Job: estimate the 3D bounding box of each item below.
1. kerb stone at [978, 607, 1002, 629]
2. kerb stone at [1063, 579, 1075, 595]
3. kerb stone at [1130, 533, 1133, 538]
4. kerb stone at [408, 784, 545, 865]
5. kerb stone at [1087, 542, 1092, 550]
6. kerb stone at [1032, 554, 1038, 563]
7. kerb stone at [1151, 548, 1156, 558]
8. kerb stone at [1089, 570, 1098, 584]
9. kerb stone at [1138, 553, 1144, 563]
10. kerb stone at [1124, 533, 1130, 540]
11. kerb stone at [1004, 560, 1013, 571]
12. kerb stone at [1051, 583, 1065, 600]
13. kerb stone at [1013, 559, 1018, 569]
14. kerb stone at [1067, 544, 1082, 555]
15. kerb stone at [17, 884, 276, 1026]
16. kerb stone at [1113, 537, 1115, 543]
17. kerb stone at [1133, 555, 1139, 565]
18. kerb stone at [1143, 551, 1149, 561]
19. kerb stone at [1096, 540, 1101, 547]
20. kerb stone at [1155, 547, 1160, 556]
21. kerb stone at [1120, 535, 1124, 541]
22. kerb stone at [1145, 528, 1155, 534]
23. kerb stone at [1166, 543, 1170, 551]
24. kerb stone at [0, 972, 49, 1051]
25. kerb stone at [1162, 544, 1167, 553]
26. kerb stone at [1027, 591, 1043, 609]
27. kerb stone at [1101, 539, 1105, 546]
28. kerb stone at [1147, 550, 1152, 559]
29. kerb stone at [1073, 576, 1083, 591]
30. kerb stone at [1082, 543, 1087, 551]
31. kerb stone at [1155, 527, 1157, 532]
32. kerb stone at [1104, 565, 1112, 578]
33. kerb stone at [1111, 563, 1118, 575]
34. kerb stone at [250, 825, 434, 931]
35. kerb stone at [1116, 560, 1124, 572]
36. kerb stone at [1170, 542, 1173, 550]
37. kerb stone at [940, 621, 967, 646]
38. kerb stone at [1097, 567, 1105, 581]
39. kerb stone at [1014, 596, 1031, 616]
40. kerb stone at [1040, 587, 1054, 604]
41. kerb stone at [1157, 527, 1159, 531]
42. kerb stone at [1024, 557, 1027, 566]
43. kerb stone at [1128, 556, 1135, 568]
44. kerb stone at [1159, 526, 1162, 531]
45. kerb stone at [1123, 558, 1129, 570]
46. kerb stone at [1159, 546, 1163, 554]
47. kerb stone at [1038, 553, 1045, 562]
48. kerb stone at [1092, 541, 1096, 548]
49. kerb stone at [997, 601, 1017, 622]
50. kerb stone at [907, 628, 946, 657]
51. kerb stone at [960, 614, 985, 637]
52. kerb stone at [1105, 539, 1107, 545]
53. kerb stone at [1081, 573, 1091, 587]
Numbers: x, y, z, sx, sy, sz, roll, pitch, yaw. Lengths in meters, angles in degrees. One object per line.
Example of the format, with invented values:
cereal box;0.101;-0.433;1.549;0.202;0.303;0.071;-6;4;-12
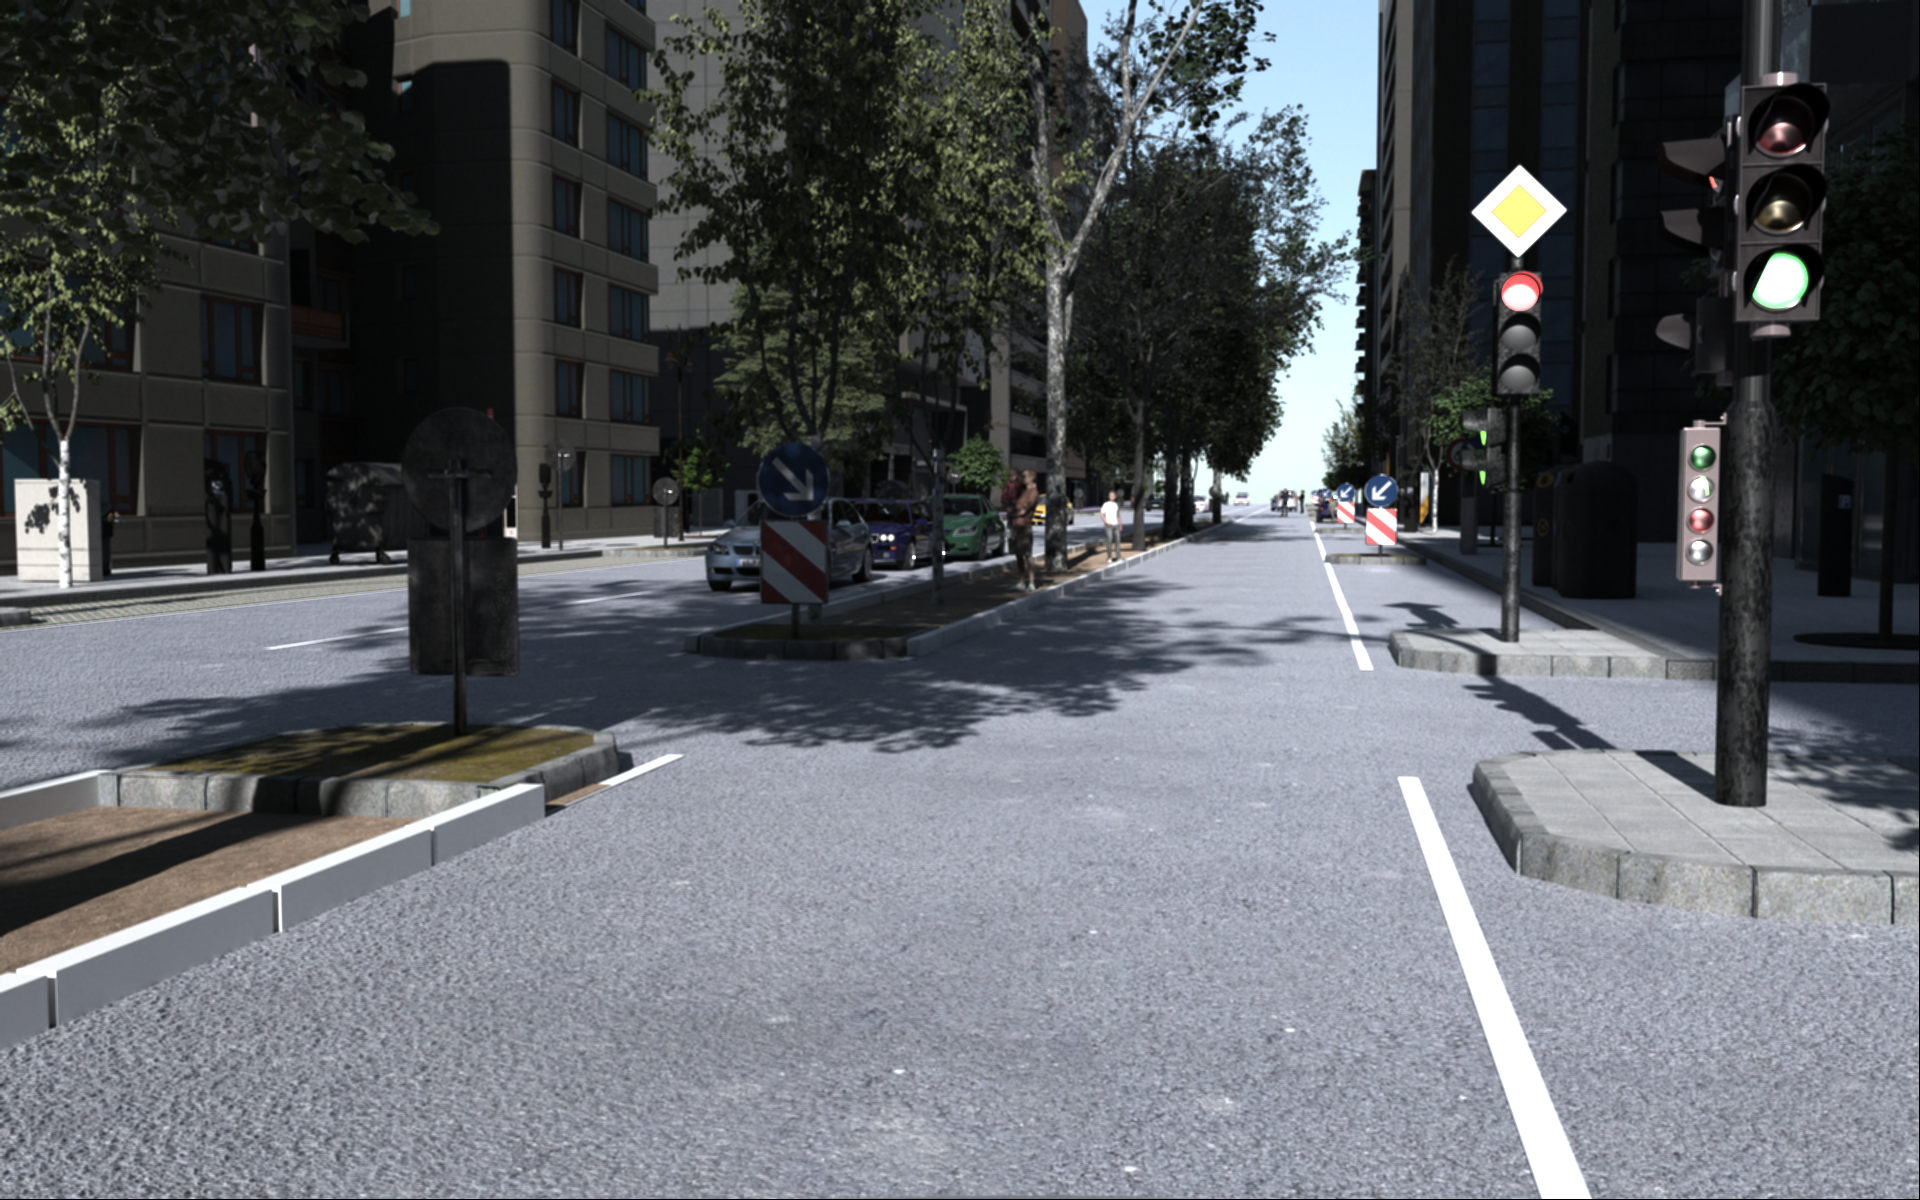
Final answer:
kerb stone;0.278;0.212;18.733;0.120;0.150;1.000;1;4;11
kerb stone;1.481;-0.157;24.769;0.120;0.150;1.000;1;4;11
kerb stone;5.368;-2.031;55.398;0.120;0.150;1.000;1;4;11
kerb stone;-1.991;0.919;7.176;0.120;0.150;1.000;1;4;11
kerb stone;3.192;-1.355;44.350;0.120;0.150;1.000;1;4;11
kerb stone;1.403;-0.799;35.301;0.120;0.150;1.000;1;4;11
kerb stone;4.245;-1.019;38.852;0.120;0.150;1.000;1;4;11
kerb stone;2.058;-0.341;27.790;0.120;0.150;1.000;1;4;11
kerb stone;3.648;-0.832;35.832;0.120;0.150;1.000;1;4;11
kerb stone;5.166;-1.969;54.395;0.120;0.150;1.000;1;4;11
kerb stone;0.807;-0.616;32.281;0.120;0.150;1.000;1;4;11
kerb stone;1.273;-0.096;23.762;0.120;0.150;1.000;1;4;11
kerb stone;1.009;-0.678;33.292;0.120;0.150;1.000;1;4;11
kerb stone;2.793;-1.232;42.344;0.120;0.150;1.000;1;4;11
kerb stone;-2.391;1.042;5.158;0.120;0.150;1.000;1;4;11
kerb stone;4.373;-1.723;50.369;0.120;0.150;1.000;1;4;11
kerb stone;3.451;-0.773;34.829;0.120;0.150;1.000;1;4;11
kerb stone;3.855;-0.896;36.844;0.120;0.150;1.000;1;4;11
kerb stone;3.582;-1.478;46.358;0.120;0.150;1.000;1;4;11
kerb stone;4.434;-1.080;39.859;0.120;0.150;1.000;1;4;11
kerb stone;4.770;-1.846;52.375;0.120;0.150;1.000;1;4;11
kerb stone;6.949;-2.523;63.442;0.120;0.150;1.000;1;4;11
kerb stone;5.048;-1.266;42.887;0.120;0.150;1.000;1;4;11
kerb stone;-2.590;1.104;4.146;0.120;0.150;1.000;1;4;11
kerb stone;4.842;-1.204;41.877;0.120;0.150;1.000;1;4;11
kerb stone;0.873;0.027;21.750;0.120;0.150;1.000;1;4;11
kerb stone;3.785;-1.535;47.360;0.120;0.150;1.000;1;4;11
kerb stone;4.044;-0.957;37.850;0.120;0.150;1.000;1;4;11
kerb stone;1.668;-0.219;25.774;0.120;0.150;1.000;1;4;11
kerb stone;2.992;-1.294;43.348;0.120;0.150;1.000;1;4;11
kerb stone;7.147;-2.584;64.444;0.120;0.150;1.000;1;4;11
kerb stone;2.457;-0.464;29.798;0.120;0.150;1.000;1;4;11
kerb stone;2.655;-0.526;30.801;0.120;0.150;1.000;1;4;11
kerb stone;-2.186;0.981;6.172;0.120;0.150;1.000;1;4;11
kerb stone;2.856;-0.588;31.811;0.120;0.150;1.000;1;4;11
kerb stone;5.232;-1.324;43.894;0.120;0.150;1.000;1;4;11
kerb stone;-0.114;0.334;16.727;0.120;0.150;1.000;1;4;11
kerb stone;2.254;-0.403;28.793;0.120;0.150;1.000;1;4;11
kerb stone;0.687;0.089;20.745;0.120;0.150;1.000;1;4;11
kerb stone;1.073;-0.034;22.752;0.120;0.150;1.000;1;4;11
kerb stone;7.341;-2.645;65.448;0.120;0.150;1.000;1;4;11
kerb stone;1.211;-0.740;34.294;0.120;0.150;1.000;1;4;11
kerb stone;3.259;-0.708;33.820;0.120;0.150;1.000;1;4;11
kerb stone;7.538;-2.707;66.451;0.120;0.150;1.000;1;4;11
kerb stone;3.055;-0.647;32.818;0.120;0.150;1.000;1;4;11
kerb stone;4.640;-1.138;40.868;0.120;0.150;1.000;1;4;11
kerb stone;1.605;-0.861;36.311;0.120;0.150;1.000;1;4;11
kerb stone;3.389;-1.414;45.353;0.120;0.150;1.000;1;4;11
kerb stone;0.482;0.150;19.743;0.120;0.150;1.000;1;4;11
kerb stone;-0.313;0.396;15.724;0.120;0.150;1.000;1;4;11
kerb stone;0.084;0.276;17.730;0.120;0.150;1.000;1;4;11
kerb stone;3.977;-1.601;48.364;0.120;0.150;1.000;1;4;11
kerb stone;1.869;-0.275;26.786;0.120;0.150;1.000;1;4;11
